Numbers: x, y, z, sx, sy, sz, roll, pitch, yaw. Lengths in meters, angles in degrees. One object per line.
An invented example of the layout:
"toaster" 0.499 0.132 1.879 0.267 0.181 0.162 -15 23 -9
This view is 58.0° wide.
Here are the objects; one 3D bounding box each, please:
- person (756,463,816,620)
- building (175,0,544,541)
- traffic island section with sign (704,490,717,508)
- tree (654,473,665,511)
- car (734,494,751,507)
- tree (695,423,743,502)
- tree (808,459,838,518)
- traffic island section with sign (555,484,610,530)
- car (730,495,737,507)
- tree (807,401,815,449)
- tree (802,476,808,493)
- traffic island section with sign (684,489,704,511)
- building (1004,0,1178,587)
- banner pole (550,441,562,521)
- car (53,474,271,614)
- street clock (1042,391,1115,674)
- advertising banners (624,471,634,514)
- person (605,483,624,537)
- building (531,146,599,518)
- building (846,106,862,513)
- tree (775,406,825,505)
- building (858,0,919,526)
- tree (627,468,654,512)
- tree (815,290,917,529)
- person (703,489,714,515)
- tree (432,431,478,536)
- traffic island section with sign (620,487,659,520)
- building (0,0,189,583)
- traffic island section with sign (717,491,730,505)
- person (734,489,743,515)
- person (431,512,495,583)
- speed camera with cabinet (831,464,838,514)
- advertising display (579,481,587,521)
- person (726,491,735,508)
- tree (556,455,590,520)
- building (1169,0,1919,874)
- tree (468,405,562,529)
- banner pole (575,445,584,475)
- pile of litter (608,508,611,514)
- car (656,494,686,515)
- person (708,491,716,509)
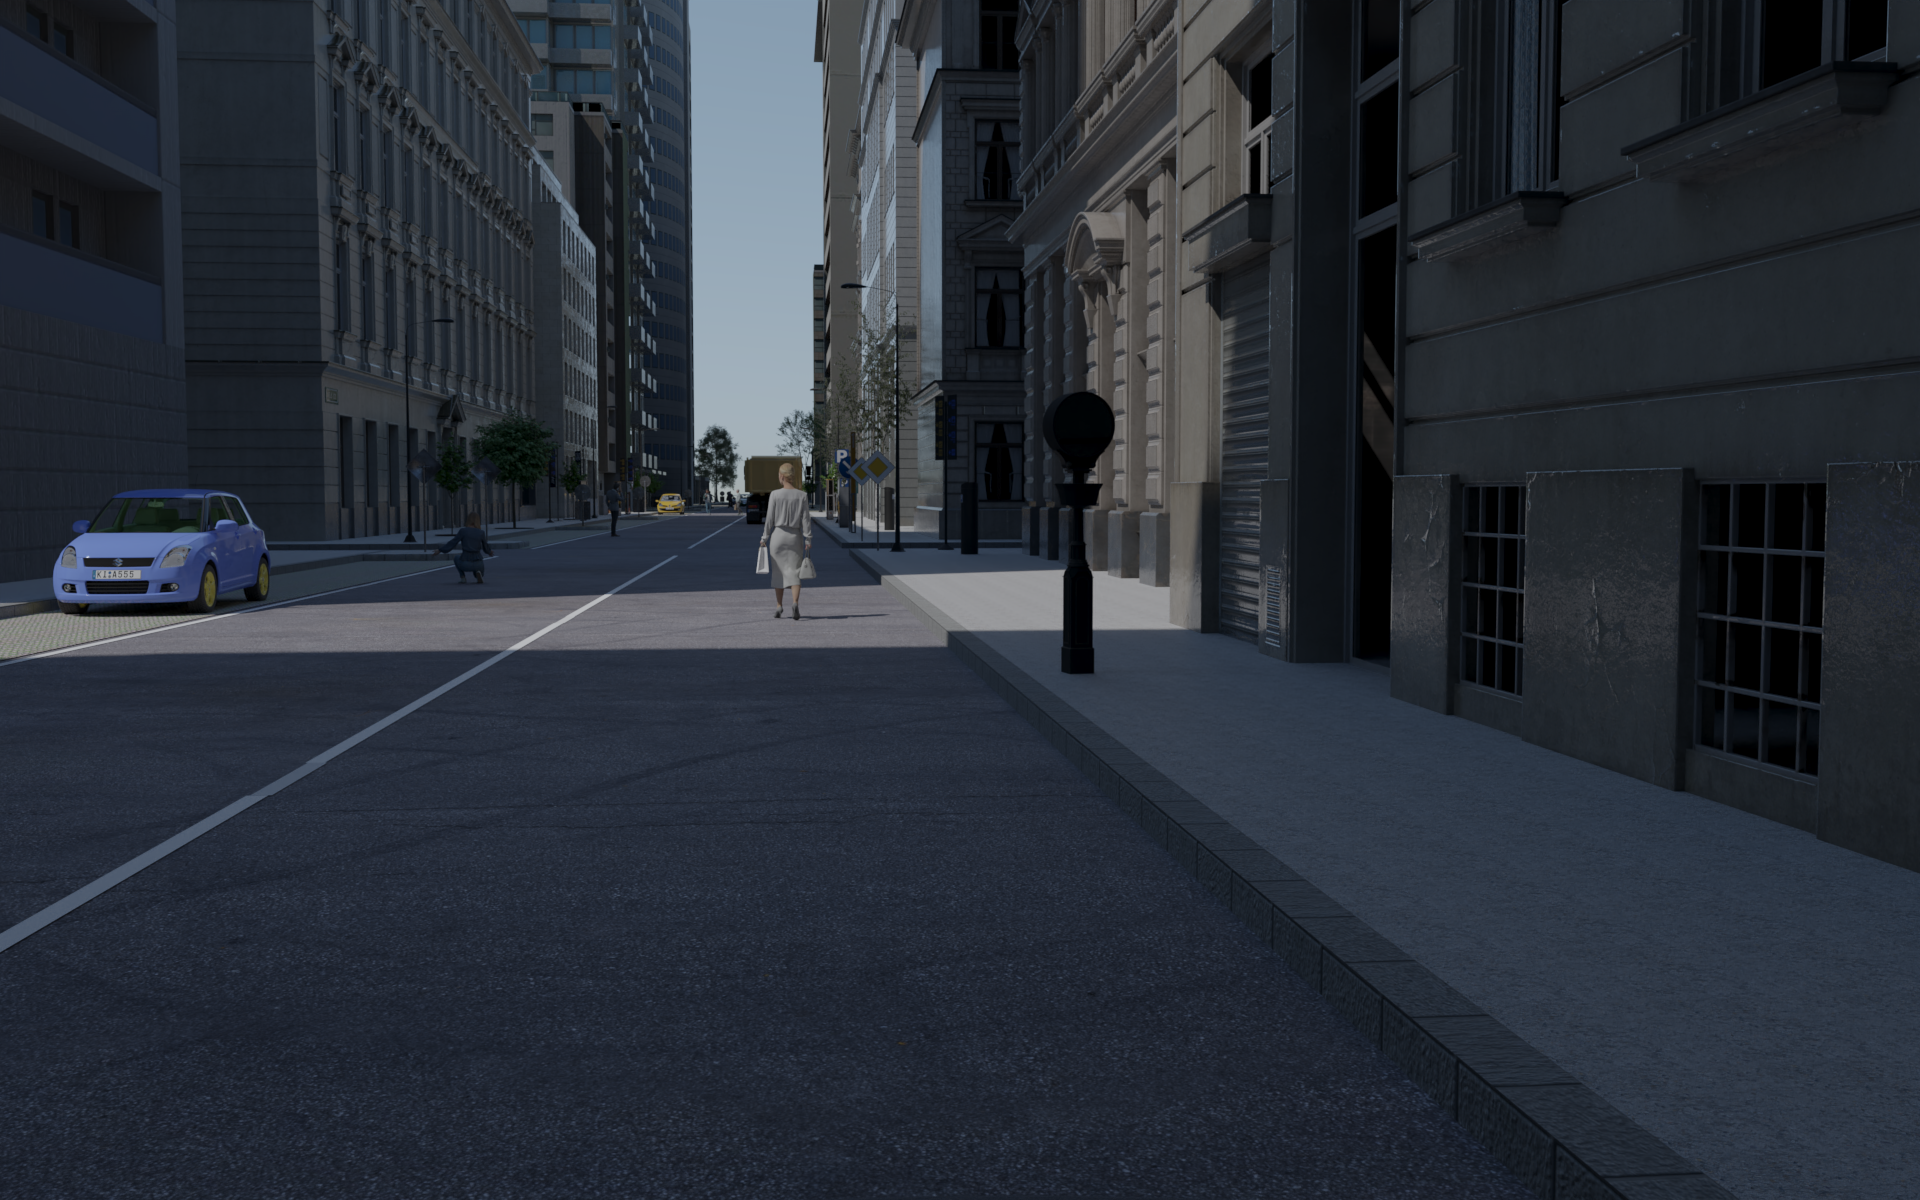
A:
"person" -1.999 -0.667 19.758 0.694 1.780 0.624 0 4 1
"building" -27.240 -17.750 66.628 17.030 29.872 44.131 0 4 -6
"traffic island section with sign" -25.523 -10.026 172.552 1.989 1.847 2.006 0 4 -6
"tree" -23.471 -8.383 131.657 1.663 3.219 1.824 0 3 0
"car" -21.645 -9.930 174.156 2.131 1.459 4.920 0 4 -6
"tree" -39.293 -22.126 278.767 9.611 12.733 9.660 0 3 0
"tree" -6.978 -6.138 94.964 1.663 3.219 1.824 0 3 0
"traffic island section with sign" -14.949 -3.676 68.737 1.989 1.847 2.006 0 4 -6
"car" -25.110 -11.171 195.225 1.945 1.354 3.894 0 4 -7
"tree" -9.098 -10.759 126.274 4.360 8.622 3.978 0 3 0
"tree" -14.086 -10.389 164.461 1.663 3.219 1.824 0 3 0
"traffic island section with sign" -22.798 -8.386 145.735 1.989 1.847 2.006 0 4 -6
"building" 7.027 -12.167 27.816 11.050 23.489 19.941 0 4 -6
"banner pole" -19.209 -5.633 82.121 0.863 3.779 0.401 3 5 42
"car" -9.950 -0.743 21.735 1.945 1.707 3.694 0 4 -7
"street clock" 0.845 -0.477 12.371 0.471 2.002 0.358 -1 4 -17
"advertising banners" -21.508 -7.121 112.617 0.090 3.025 2.074 -2 4 -26
"person" -11.653 -3.044 58.450 0.473 1.802 0.592 -3 5 -39
"building" -26.818 -14.902 98.403 10.420 20.320 16.860 0 4 -6
"building" 0.077 -19.752 110.329 14.401 28.519 23.554 0 4 -6
"tree" -18.212 -17.147 206.112 9.928 11.665 9.643 0 3 0
"building" 1.333 -18.690 83.082 11.434 29.767 29.804 0 4 -6
"tree" -23.459 -8.059 126.358 1.663 3.219 1.824 0 3 0
"tree" -3.062 -6.888 62.986 4.360 8.622 3.978 0 3 0
"person" -17.221 -6.700 118.387 0.623 1.781 0.721 -2 4 -32
"tree" -15.391 -3.564 52.875 1.663 3.219 1.824 0 3 0
"traffic island section with sign" -17.679 -5.317 95.554 1.989 1.847 2.006 0 4 -6
"building" -28.052 -29.551 25.153 28.212 58.520 21.231 0 4 -6
"traffic island section with sign" -31.071 -13.353 226.944 1.989 1.847 2.006 0 4 -6
"person" -15.016 -6.641 117.570 0.515 1.767 0.782 -1 4 -18
"person" -7.980 -0.849 27.879 1.012 1.151 0.738 -1 4 -21
"speed camera with cabinet" -8.318 -7.270 113.201 0.660 3.252 2.038 0 4 6
"advertising display" -17.999 -4.740 82.709 0.123 1.923 0.974 0 4 5
"person" -23.905 -10.476 180.336 0.990 1.755 0.434 1 4 13
"tree" -19.119 -5.586 85.937 1.663 3.219 1.824 0 3 0
"building" 10.748 -10.388 3.128 16.112 22.955 30.059 0 4 -6
"tree" -16.413 -4.910 63.993 4.285 4.588 4.351 0 3 0
"banner pole" -19.292 -5.994 88.021 0.863 3.779 0.401 3 4 36
"pile of litter" -23.758 -6.232 115.859 1.176 0.858 1.719 0 4 -7
"car" -19.890 -6.668 119.244 2.015 1.641 3.980 0 4 -7
"person" -23.259 -9.285 161.018 1.217 1.736 0.721 -1 4 -11
